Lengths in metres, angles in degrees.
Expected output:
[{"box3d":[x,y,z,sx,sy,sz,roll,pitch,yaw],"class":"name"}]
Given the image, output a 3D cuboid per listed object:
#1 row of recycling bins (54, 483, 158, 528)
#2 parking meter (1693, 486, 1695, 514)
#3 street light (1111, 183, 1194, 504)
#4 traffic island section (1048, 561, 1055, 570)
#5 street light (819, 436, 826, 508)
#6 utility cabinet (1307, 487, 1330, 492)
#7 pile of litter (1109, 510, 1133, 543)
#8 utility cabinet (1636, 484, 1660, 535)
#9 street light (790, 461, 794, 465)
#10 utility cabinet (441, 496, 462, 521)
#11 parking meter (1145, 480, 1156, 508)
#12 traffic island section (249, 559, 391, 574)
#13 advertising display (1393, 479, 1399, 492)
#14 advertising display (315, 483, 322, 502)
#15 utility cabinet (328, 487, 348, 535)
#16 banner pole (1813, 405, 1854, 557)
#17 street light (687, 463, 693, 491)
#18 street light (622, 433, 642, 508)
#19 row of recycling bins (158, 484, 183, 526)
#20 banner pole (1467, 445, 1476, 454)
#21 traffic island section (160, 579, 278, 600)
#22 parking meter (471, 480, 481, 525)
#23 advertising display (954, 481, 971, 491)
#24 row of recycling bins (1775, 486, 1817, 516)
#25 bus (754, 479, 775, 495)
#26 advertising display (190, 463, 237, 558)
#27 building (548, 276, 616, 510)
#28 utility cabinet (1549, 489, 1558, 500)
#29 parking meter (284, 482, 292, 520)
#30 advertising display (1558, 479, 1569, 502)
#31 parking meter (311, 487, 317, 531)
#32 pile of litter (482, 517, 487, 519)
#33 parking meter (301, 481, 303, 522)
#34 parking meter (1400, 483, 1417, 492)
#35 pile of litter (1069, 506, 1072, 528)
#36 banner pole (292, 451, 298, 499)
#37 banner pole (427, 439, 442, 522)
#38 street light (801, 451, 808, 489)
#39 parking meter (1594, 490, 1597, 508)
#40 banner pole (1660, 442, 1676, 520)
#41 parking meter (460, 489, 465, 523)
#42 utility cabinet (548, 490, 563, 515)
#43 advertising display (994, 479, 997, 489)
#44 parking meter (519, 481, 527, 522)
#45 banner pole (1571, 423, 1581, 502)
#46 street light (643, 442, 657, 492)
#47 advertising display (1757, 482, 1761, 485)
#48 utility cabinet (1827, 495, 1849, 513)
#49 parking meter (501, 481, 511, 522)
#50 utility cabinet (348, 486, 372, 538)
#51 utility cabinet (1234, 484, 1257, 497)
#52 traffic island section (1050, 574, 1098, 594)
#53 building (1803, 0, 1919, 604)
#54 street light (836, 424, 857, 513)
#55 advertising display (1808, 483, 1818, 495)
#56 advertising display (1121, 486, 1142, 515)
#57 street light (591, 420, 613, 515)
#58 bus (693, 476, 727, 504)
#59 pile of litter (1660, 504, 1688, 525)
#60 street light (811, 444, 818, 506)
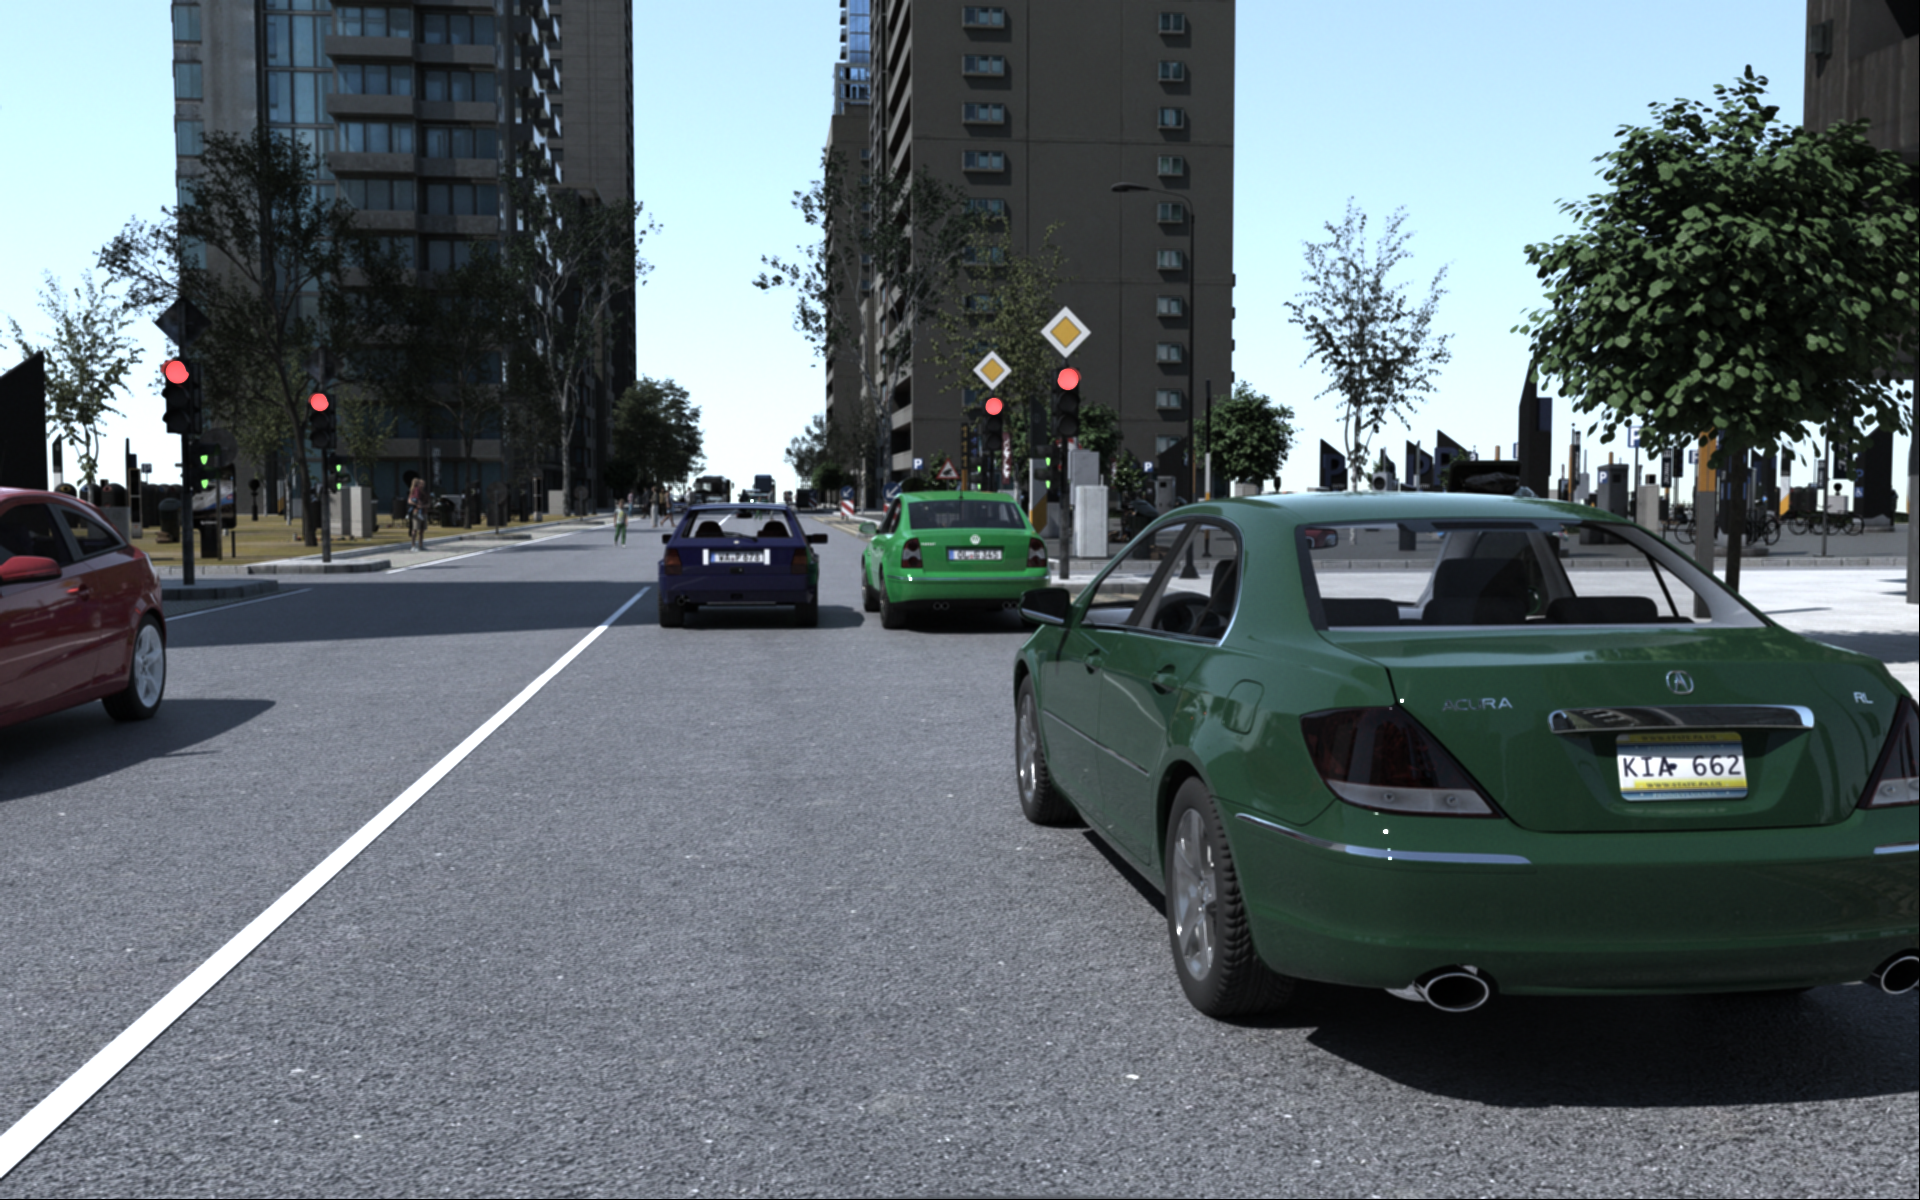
[{"box3d":[-32.307,-3.552,65.182,3.534,1.692,1.069,0,4,2],"class":"row of recycling bins"},{"box3d":[46.001,-6.268,108.191,0.399,1.863,0.255,0,4,3],"class":"parking meter"},{"box3d":[2.952,-3.276,26.105,1.470,5.913,1.316,0,4,-7],"class":"street light"},{"box3d":[0.647,-0.717,33.999,2.009,0.180,2.903,0,4,-7],"class":"traffic island section"},{"box3d":[-10.321,-10.137,138.288,1.470,5.913,1.316,0,4,-7],"class":"street light"},{"box3d":[11.179,-2.771,53.977,0.318,1.500,1.173,2,4,33],"class":"utility cabinet"},{"box3d":[4.264,-1.978,46.298,1.176,0.858,1.719,3,5,41],"class":"pile of litter"},{"box3d":[15.196,-1.813,38.323,0.318,1.500,1.173,1,4,13],"class":"utility cabinet"},{"box3d":[-22.855,-16.583,243.670,1.470,5.913,1.316,0,4,-7],"class":"street light"},{"box3d":[-22.262,-3.957,75.865,0.306,1.237,1.020,2,4,24],"class":"utility cabinet"},{"box3d":[7.927,-4.059,72.081,0.399,1.863,0.255,1,4,18],"class":"parking meter"},{"box3d":[-11.907,-0.626,32.516,2.009,0.180,2.903,0,4,-7],"class":"traffic island section"},{"box3d":[18.422,-4.213,74.089,0.974,1.923,0.123,-3,5,-41],"class":"advertising display"},{"box3d":[-36.301,-5.711,98.584,0.123,1.923,0.974,2,4,26],"class":"advertising display"},{"box3d":[-19.323,-2.762,53.830,0.318,1.500,1.173,-3,5,-41],"class":"utility cabinet"},{"box3d":[17.975,-2.783,35.525,0.863,3.779,0.401,-1,4,-13],"class":"banner pole"},{"box3d":[-37.766,-16.186,237.183,1.470,5.913,1.316,0,4,-7],"class":"street light"},{"box3d":[-25.083,-9.719,131.449,1.470,5.913,1.316,0,4,-7],"class":"street light"},{"box3d":[-32.309,-3.840,69.902,1.069,1.692,3.534,0,4,1],"class":"row of recycling bins"},{"box3d":[26.128,-6.032,88.645,0.863,3.779,0.401,-2,4,-25],"class":"banner pole"},{"box3d":[-10.963,-0.141,24.586,2.009,0.180,2.903,0,4,-7],"class":"traffic island section"},{"box3d":[-20.375,-4.106,72.850,0.255,1.863,0.399,1,4,18],"class":"parking meter"},{"box3d":[0.133,-4.924,85.728,0.974,1.923,0.123,-3,4,-37],"class":"advertising display"},{"box3d":[45.931,-5.412,95.596,1.069,1.692,3.534,-1,4,-11],"class":"row of recycling bins"},{"box3d":[-28.469,-15.961,252.514,2.896,3.916,12.252,-1,4,-9],"class":"bus"},{"box3d":[-15.009,-1.801,34.658,0.974,1.923,0.123,-1,4,-15],"class":"advertising display"},{"box3d":[-45.220,-18.673,150.337,27.650,21.520,28.899,0,4,-7],"class":"building"},{"box3d":[28.074,-4.484,81.987,1.173,1.500,0.318,1,4,21],"class":"utility cabinet"},{"box3d":[-32.972,-4.849,84.994,0.255,1.863,0.399,0,4,3],"class":"parking meter"},{"box3d":[25.529,-4.149,73.050,0.974,1.923,0.123,-3,5,-41],"class":"advertising display"},{"box3d":[-22.458,-3.147,59.870,0.372,1.533,0.369,0,3,0],"class":"parking meter"},{"box3d":[-24.296,-4.684,90.550,1.176,0.858,1.719,-3,5,-39],"class":"pile of litter"},{"box3d":[-29.647,-4.459,78.613,0.255,1.863,0.399,2,4,24],"class":"parking meter"},{"box3d":[10.172,-1.891,39.331,0.372,1.533,0.369,0,3,0],"class":"parking meter"},{"box3d":[4.437,-3.169,65.784,1.176,0.858,1.719,-1,4,-19],"class":"pile of litter"},{"box3d":[-38.998,-6.824,101.588,0.401,3.779,0.863,-3,5,-43],"class":"banner pole"},{"box3d":[-24.017,-5.445,79.044,0.401,3.779,0.863,3,5,41],"class":"banner pole"},{"box3d":[-15.869,-12.976,184.698,1.470,5.913,1.316,0,4,-7],"class":"street light"},{"box3d":[25.074,-3.640,67.918,0.372,1.533,0.369,0,3,0],"class":"parking meter"},{"box3d":[33.738,-5.644,82.299,0.863,3.779,0.401,1,4,13],"class":"banner pole"},{"box3d":[-21.616,-4.110,75.609,0.372,1.533,0.369,0,3,0],"class":"parking meter"},{"box3d":[-24.287,-5.883,104.859,1.173,1.500,0.318,0,4,3],"class":"utility cabinet"},{"box3d":[1.160,-4.346,76.277,0.974,1.923,0.123,2,4,31],"class":"advertising display"},{"box3d":[-19.853,-4.466,78.730,0.255,1.863,0.399,0,4,0],"class":"parking meter"},{"box3d":[21.533,-4.320,60.642,0.401,3.779,0.863,0,4,-4],"class":"banner pole"},{"box3d":[-27.962,-11.130,154.518,1.470,5.913,1.316,0,4,-7],"class":"street light"},{"box3d":[42.986,-5.365,92.930,0.974,1.923,0.123,-3,5,-43],"class":"advertising display"},{"box3d":[40.864,-4.257,80.770,0.306,1.237,1.020,-2,4,-30],"class":"utility cabinet"},{"box3d":[-20.541,-4.442,78.331,0.399,1.863,0.255,1,4,13],"class":"parking meter"},{"box3d":[-17.551,-2.577,50.805,0.318,1.500,1.173,-2,4,-34],"class":"utility cabinet"},{"box3d":[6.197,-1.766,37.561,0.318,1.500,1.173,0,4,0],"class":"utility cabinet"},{"box3d":[1.591,-0.232,26.070,2.009,0.180,2.903,0,4,-7],"class":"traffic island section"},{"box3d":[16.749,-15.011,17.132,14.160,30.474,14.107,0,4,-7],"class":"building"},{"box3d":[-7.531,-8.711,114.972,1.470,5.913,1.316,0,4,-7],"class":"street light"},{"box3d":[49.790,-5.867,101.139,0.974,1.923,0.123,-3,5,-39],"class":"advertising display"},{"box3d":[7.689,-4.431,77.652,0.974,1.923,0.123,-1,4,-11],"class":"advertising display"},{"box3d":[-22.348,-8.299,108.229,1.470,5.913,1.316,0,4,-7],"class":"street light"},{"box3d":[-24.061,-10.565,167.600,2.948,3.499,13.247,0,4,-6],"class":"bus"},{"box3d":[30.218,-3.638,73.441,1.719,0.858,1.176,-2,4,-35],"class":"pile of litter"},{"box3d":[-13.168,-11.564,161.608,1.470,5.913,1.316,0,4,-7],"class":"street light"}]
